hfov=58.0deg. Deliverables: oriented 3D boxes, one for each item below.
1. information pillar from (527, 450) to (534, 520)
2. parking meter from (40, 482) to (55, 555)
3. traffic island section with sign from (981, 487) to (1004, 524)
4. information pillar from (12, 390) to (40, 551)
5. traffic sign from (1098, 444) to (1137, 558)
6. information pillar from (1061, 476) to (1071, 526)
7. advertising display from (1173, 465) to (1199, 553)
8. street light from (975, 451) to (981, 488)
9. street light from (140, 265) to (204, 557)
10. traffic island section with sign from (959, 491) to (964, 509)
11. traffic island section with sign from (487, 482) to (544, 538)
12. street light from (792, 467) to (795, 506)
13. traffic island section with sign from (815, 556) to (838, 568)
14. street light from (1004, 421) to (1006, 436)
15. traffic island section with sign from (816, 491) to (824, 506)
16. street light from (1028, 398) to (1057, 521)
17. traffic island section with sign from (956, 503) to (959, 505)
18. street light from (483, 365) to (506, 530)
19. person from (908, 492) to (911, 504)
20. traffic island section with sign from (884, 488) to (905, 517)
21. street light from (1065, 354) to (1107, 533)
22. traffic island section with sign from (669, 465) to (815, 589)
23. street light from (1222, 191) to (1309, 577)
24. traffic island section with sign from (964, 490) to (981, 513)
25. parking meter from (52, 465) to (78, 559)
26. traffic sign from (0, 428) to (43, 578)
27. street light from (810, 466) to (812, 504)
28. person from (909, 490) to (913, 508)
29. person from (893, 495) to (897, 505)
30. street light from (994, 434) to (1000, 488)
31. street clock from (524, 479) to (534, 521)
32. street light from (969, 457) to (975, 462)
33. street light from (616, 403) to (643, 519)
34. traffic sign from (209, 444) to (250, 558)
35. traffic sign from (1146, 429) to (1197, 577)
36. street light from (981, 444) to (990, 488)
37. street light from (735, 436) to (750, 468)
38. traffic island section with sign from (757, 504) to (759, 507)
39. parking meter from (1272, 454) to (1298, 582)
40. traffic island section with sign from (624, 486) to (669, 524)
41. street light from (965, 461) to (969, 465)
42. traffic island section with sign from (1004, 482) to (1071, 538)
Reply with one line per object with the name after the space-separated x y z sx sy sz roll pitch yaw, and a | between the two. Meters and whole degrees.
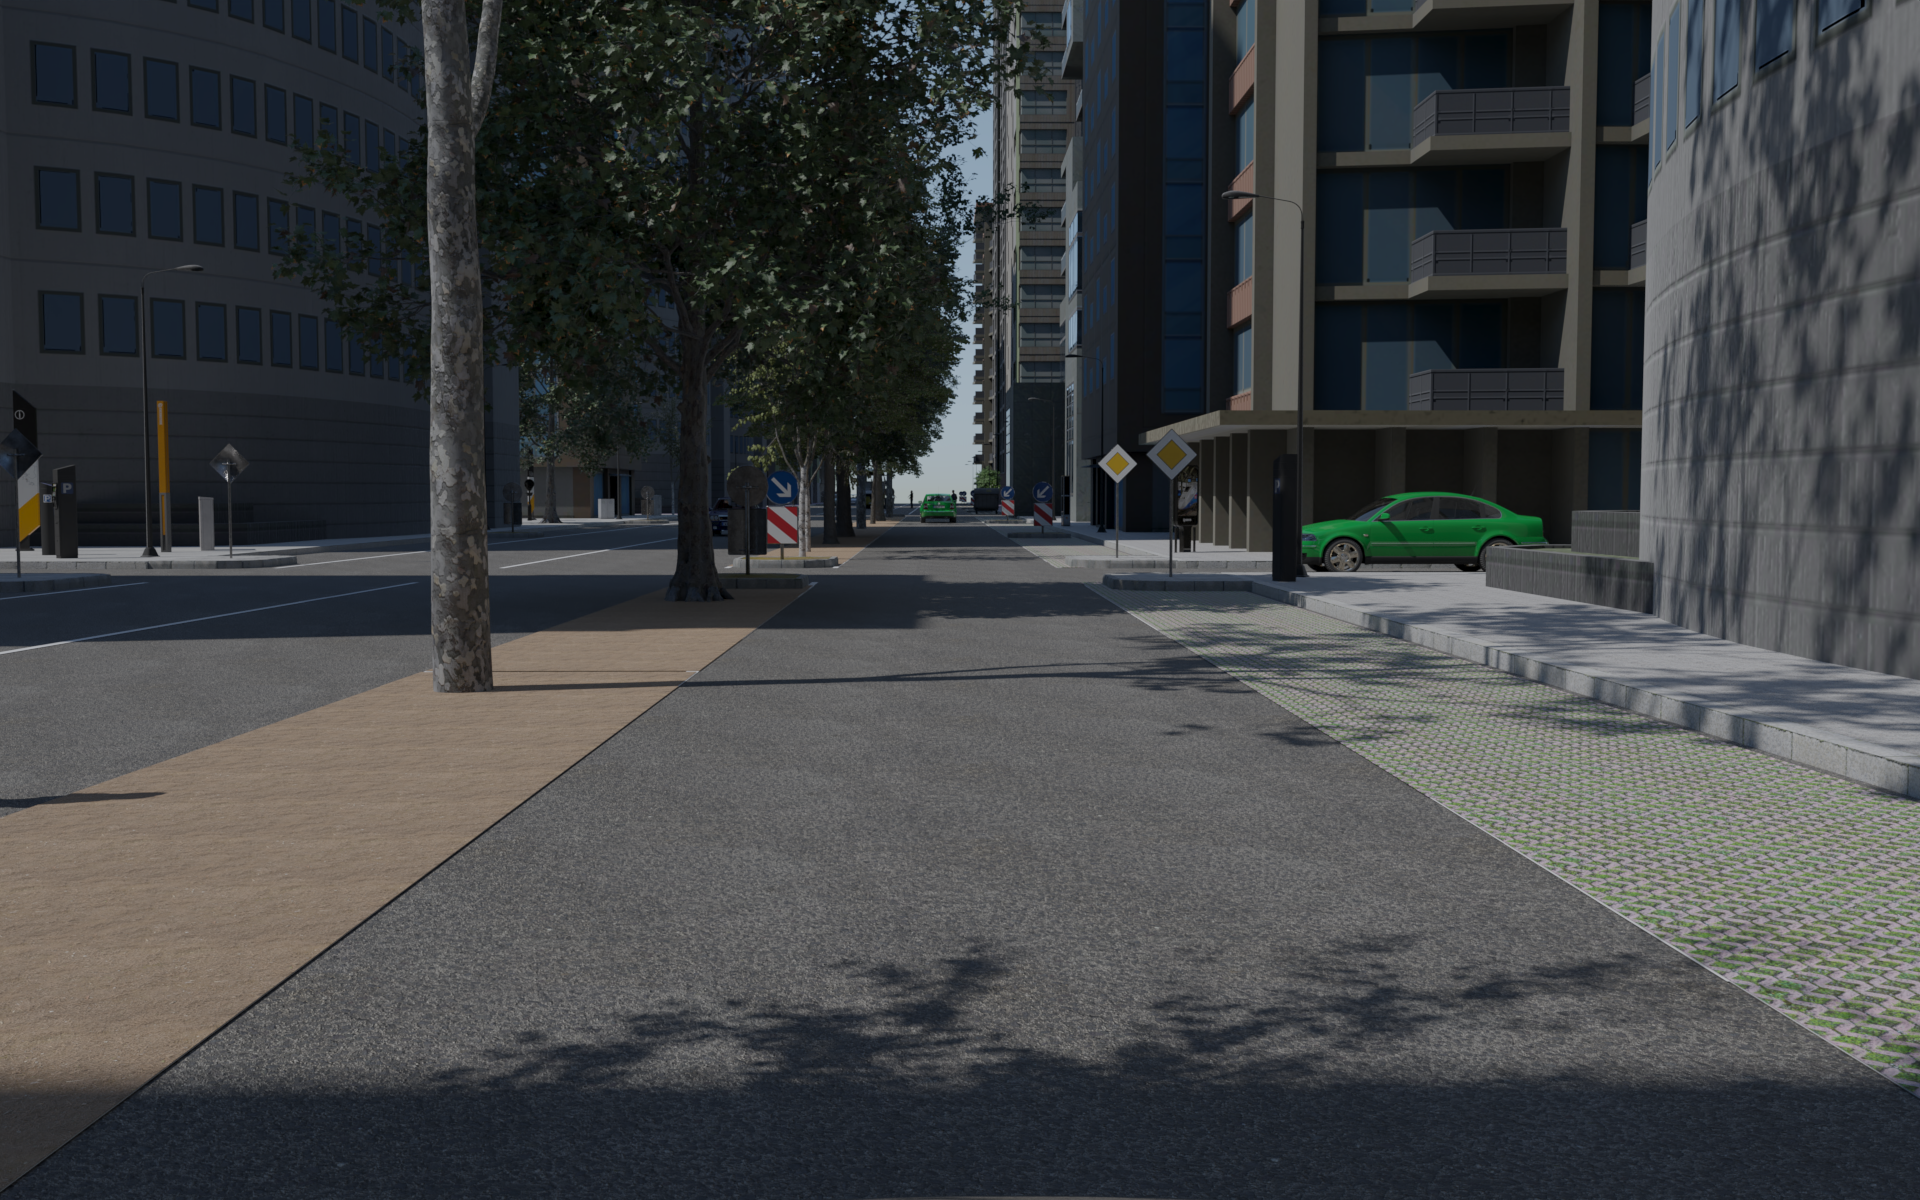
-20.956 -5.699 84.528 0.183 3.616 0.504 1 4 14 | information pillar
-19.093 -1.710 36.370 0.372 1.533 0.369 0 3 0 | parking meter
2.181 -4.621 84.174 1.989 1.847 2.006 0 4 -1 | traffic island section with sign
-20.996 -2.910 38.939 0.504 3.616 0.183 0 4 -5 | information pillar
3.151 -1.900 34.714 0.795 2.450 0.064 0 4 -1 | traffic sign
4.214 -3.943 68.967 0.304 2.012 0.304 -1 4 -14 | information pillar
4.966 -2.014 38.137 0.123 1.923 0.974 3 4 36 | advertising display
2.602 -13.053 185.960 1.470 5.913 1.316 0 4 -1 | street light
-16.037 -3.837 35.276 1.470 5.913 1.316 0 4 -1 | street light
1.156 -9.355 161.584 1.989 1.847 2.006 0 4 -1 | traffic island section with sign
-14.873 -2.976 57.284 1.989 1.847 2.006 0 4 -1 | traffic island section with sign
-18.122 -13.547 194.042 1.470 5.913 1.316 0 4 -1 | street light
-3.471 -1.604 34.364 2.006 1.907 1.989 0 4 -1 | traffic island section with sign
3.473 -8.397 109.835 1.470 5.913 1.316 0 4 -1 | street light
-16.991 -12.714 216.493 1.989 1.847 2.006 0 4 -1 | traffic island section with sign
3.992 -6.800 83.729 1.470 5.913 1.316 0 4 -1 | street light
0.411 -12.746 217.017 1.989 1.847 2.006 0 4 -1 | traffic island section with sign
-16.317 -5.434 61.386 1.470 5.913 1.316 0 4 -1 | street light
-7.135 -14.886 251.960 0.705 1.814 1.350 -3 4 -36 | person
-4.483 -6.199 109.496 2.006 1.907 1.989 0 4 -1 | traffic island section with sign
4.191 -5.203 57.618 1.470 5.913 1.316 0 4 -1 | street light
-3.381 -1.151 26.957 2.006 1.907 1.989 0 4 -1 | traffic island section with sign
4.709 -3.312 26.699 1.470 5.913 1.316 0 4 -1 | street light
1.518 -7.707 134.631 1.989 1.847 2.006 0 4 -1 | traffic island section with sign
-17.837 -1.761 34.506 0.255 1.863 0.399 3 5 44 | parking meter
-14.436 -1.399 26.515 0.795 2.450 0.064 0 4 -1 | traffic sign
-18.487 -15.164 220.469 1.470 5.913 1.316 0 4 -1 | street light
-4.873 -10.099 173.637 0.705 1.822 1.348 -1 4 -16 | person
-8.911 -13.796 234.748 0.721 1.739 1.217 -2 4 -28 | person
3.293 -9.859 133.743 1.470 5.913 1.316 0 4 -1 | street light
-20.638 -4.798 83.021 0.471 2.002 0.358 -1 4 -15 | street clock
2.164 -14.946 216.907 1.470 5.913 1.316 0 4 -1 | street light
-16.711 -7.031 87.493 1.470 5.913 1.316 0 4 -1 | street light
-14.542 -1.887 34.499 0.795 2.450 0.064 0 4 -1 | traffic sign
3.257 -1.412 26.730 0.795 2.450 0.064 0 4 -1 | traffic sign
2.921 -11.456 159.851 1.470 5.913 1.316 0 4 -1 | street light
-17.260 -10.092 137.547 1.470 5.913 1.316 0 4 -1 | street light
-15.899 -7.688 134.329 1.989 1.847 2.006 0 4 -1 | traffic island section with sign
4.769 -1.207 25.442 0.255 1.863 0.399 -1 4 -11 | parking meter
-15.240 -4.635 84.416 1.989 1.847 2.006 0 4 -1 | traffic island section with sign
1.770 -16.543 243.015 1.470 5.913 1.316 0 4 -1 | street light
2.561 -2.939 56.677 1.989 1.847 2.006 0 4 -1 | traffic island section with sign
